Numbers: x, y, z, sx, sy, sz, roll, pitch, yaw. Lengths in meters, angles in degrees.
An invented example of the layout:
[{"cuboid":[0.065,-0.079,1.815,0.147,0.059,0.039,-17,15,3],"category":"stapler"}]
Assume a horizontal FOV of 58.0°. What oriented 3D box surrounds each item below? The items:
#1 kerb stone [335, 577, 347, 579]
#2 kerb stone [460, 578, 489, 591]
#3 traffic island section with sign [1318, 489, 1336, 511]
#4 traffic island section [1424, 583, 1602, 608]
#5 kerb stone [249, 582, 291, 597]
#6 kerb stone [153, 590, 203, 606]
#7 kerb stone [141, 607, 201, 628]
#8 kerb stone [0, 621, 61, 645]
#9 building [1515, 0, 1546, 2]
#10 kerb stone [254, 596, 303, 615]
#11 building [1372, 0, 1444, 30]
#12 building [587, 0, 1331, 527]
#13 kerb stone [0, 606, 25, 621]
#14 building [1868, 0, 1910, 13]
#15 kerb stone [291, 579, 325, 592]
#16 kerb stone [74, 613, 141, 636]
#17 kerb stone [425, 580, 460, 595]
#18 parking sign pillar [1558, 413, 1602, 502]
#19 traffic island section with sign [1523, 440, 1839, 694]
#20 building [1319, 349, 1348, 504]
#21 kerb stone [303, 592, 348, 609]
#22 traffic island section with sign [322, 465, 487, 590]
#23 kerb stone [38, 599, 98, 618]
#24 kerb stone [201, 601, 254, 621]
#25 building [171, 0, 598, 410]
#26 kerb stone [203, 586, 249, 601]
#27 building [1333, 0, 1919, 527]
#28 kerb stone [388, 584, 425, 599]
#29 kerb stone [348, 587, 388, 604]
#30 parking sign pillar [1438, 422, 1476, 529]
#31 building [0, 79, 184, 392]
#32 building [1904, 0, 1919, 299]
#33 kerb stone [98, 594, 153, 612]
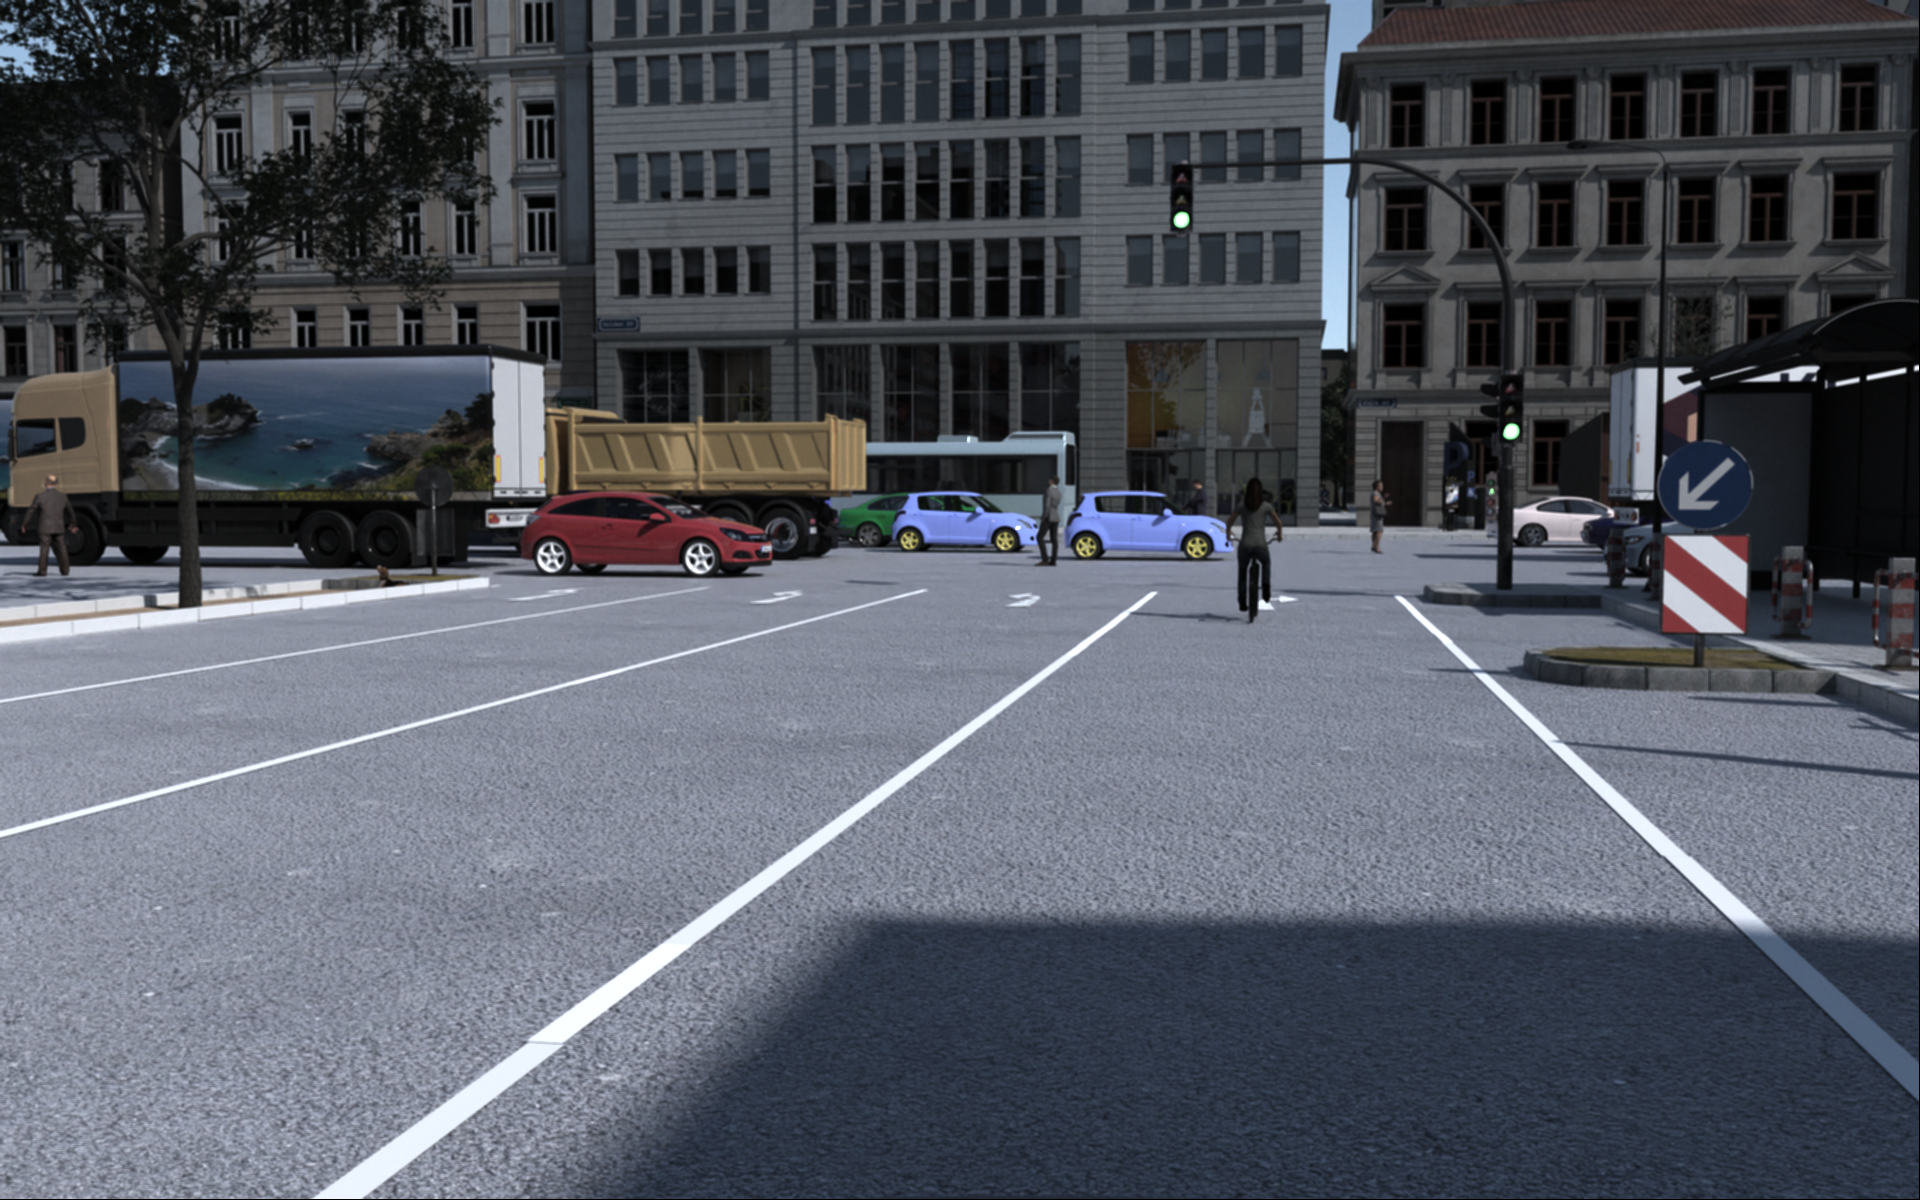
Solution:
[{"cuboid":[-9.433,-0.260,26.490,0.120,0.150,1.000,1,4,11],"category":"kerb stone"},{"cuboid":[-7.377,-0.238,26.090,0.120,0.150,1.000,1,4,11],"category":"kerb stone"},{"cuboid":[30.306,-8.297,144.284,1.989,1.847,2.006,1,4,11],"category":"traffic island section with sign"},{"cuboid":[7.344,-0.064,23.330,2.009,0.180,2.903,1,4,11],"category":"traffic island section"},{"cuboid":[-9.832,-0.138,24.469,0.120,0.150,1.000,1,4,11],"category":"kerb stone"},{"cuboid":[-10.209,-0.016,22.451,0.120,0.150,1.000,1,4,11],"category":"kerb stone"},{"cuboid":[-8.722,0.196,18.995,0.120,0.150,1.000,1,4,11],"category":"kerb stone"},{"cuboid":[-9.104,0.319,16.975,0.120,0.150,1.000,1,4,11],"category":"kerb stone"},{"cuboid":[47.657,-27.155,127.577,14.154,41.232,14.086,1,4,11],"category":"building"},{"cuboid":[-8.344,0.072,21.023,0.120,0.150,1.000,1,4,11],"category":"kerb stone"},{"cuboid":[64.714,-48.306,228.057,20.611,71.187,20.563,1,4,11],"category":"building"},{"cuboid":[0.390,-18.131,73.927,29.804,29.767,11.434,1,4,11],"category":"building"},{"cuboid":[-10.783,0.177,19.423,0.120,0.150,1.000,1,4,11],"category":"kerb stone"},{"cuboid":[83.512,-37.072,148.120,28.212,58.520,21.231,1,4,11],"category":"building"},{"cuboid":[-9.638,-0.201,25.484,0.120,0.150,1.000,1,4,11],"category":"kerb stone"},{"cuboid":[-8.917,0.261,17.987,0.120,0.150,1.000,1,4,11],"category":"kerb stone"},{"cuboid":[-7.570,-0.176,25.073,0.120,0.150,1.000,1,4,11],"category":"kerb stone"},{"cuboid":[20.757,-4.255,58.040,1.447,3.967,1.447,1,4,11],"category":"parking sign pillar"},{"cuboid":[5.502,-0.298,13.496,1.989,1.847,2.006,1,4,11],"category":"traffic island section with sign"},{"cuboid":[41.139,-24.041,238.110,28.899,21.520,27.650,1,4,11],"category":"building"},{"cuboid":[-8.141,0.010,22.036,0.120,0.150,1.000,1,4,11],"category":"kerb stone"},{"cuboid":[-8.347,-1.126,26.539,2.006,1.907,1.989,1,4,11],"category":"traffic island section with sign"},{"cuboid":[-10.592,0.108,20.433,0.120,0.150,1.000,1,4,11],"category":"kerb stone"},{"cuboid":[-8.533,0.133,20.014,0.120,0.150,1.000,1,4,11],"category":"kerb stone"},{"cuboid":[-23.839,-18.033,80.737,20.117,28.700,13.634,1,4,11],"category":"building"},{"cuboid":[-10.014,-0.077,23.459,0.120,0.150,1.000,1,4,11],"category":"kerb stone"},{"cuboid":[26.005,-14.315,70.204,21.152,22.565,11.583,1,4,11],"category":"building"},{"cuboid":[-7.767,-0.114,24.063,0.120,0.150,1.000,1,4,11],"category":"kerb stone"},{"cuboid":[-7.951,-0.052,23.047,0.120,0.150,1.000,1,4,11],"category":"kerb stone"},{"cuboid":[18.445,-4.618,63.977,1.447,3.967,1.447,-2,4,-25],"category":"parking sign pillar"},{"cuboid":[-54.669,-14.299,84.693,40.483,20.767,10.553,1,4,11],"category":"building"},{"cuboid":[45.100,-13.212,65.168,18.267,20.994,9.793,1,4,11],"category":"building"},{"cuboid":[-10.399,0.048,21.442,0.120,0.150,1.000,1,4,11],"category":"kerb stone"}]
